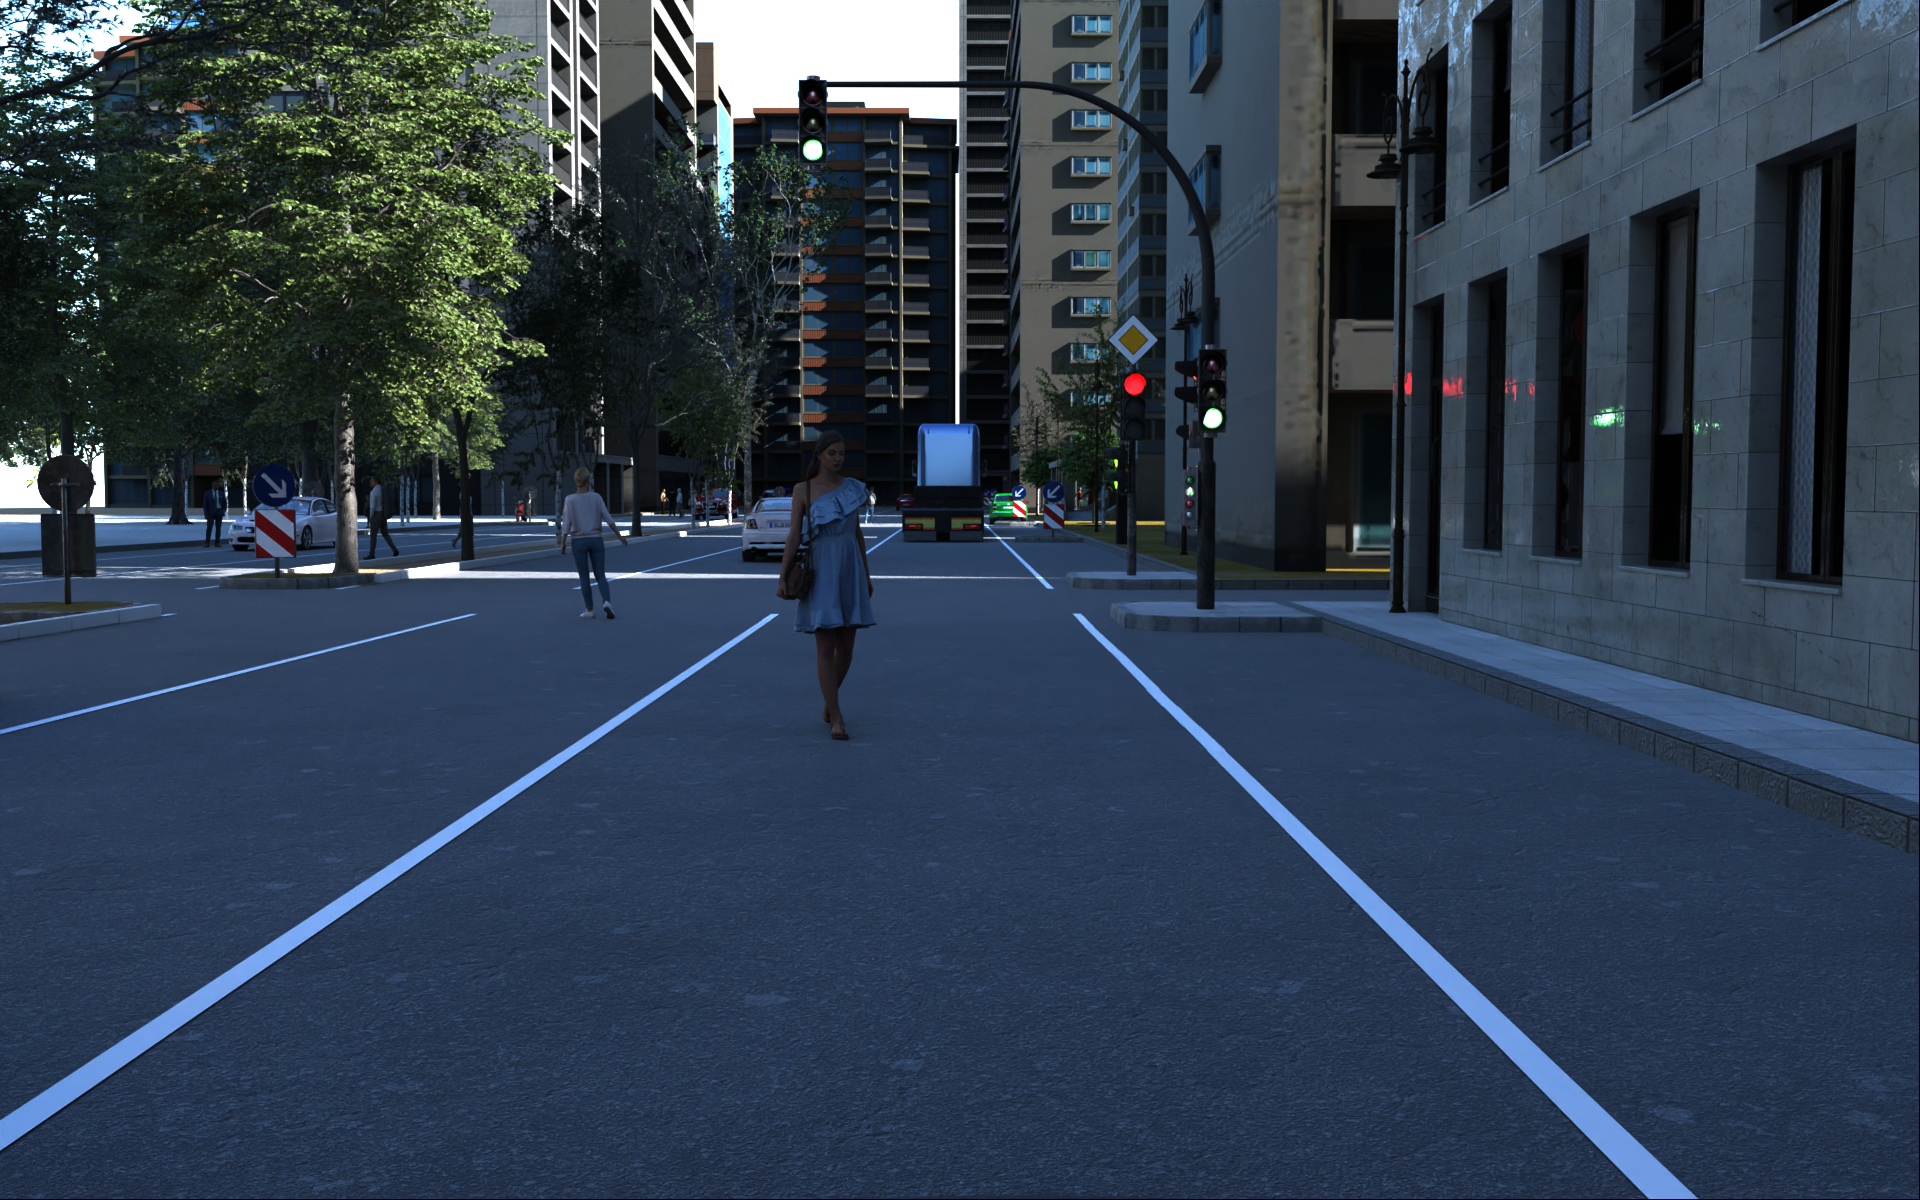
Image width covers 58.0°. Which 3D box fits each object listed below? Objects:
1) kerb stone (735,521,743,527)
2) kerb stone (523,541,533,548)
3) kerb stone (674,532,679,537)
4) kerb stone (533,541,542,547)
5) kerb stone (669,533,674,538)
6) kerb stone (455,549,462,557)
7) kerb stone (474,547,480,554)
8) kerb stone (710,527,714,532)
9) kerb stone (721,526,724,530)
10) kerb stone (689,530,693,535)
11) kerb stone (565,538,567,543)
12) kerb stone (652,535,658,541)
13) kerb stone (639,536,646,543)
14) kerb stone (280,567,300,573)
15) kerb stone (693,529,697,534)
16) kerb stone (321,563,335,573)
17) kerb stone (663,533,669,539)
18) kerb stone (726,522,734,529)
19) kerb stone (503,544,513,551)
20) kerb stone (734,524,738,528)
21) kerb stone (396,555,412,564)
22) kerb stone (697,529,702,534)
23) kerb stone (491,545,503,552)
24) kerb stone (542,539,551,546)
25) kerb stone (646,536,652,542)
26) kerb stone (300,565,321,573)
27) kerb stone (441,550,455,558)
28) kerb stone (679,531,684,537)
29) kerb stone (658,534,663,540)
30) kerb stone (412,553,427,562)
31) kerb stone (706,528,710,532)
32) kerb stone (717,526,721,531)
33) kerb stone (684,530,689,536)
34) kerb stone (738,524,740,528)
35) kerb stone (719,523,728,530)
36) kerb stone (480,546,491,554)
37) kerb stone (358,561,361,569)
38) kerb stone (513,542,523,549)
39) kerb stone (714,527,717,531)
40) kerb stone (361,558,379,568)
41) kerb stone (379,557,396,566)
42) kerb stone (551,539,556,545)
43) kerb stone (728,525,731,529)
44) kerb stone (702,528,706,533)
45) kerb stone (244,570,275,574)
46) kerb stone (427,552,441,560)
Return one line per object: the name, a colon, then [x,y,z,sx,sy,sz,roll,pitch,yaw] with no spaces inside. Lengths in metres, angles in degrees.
kerb stone: [-9.554,-3.201,74.535,0.120,0.150,1.000,0,4,0]
kerb stone: [-11.549,-1.443,45.793,0.120,0.150,1.000,0,4,0]
kerb stone: [-9.497,-2.133,57.084,0.120,0.150,1.000,0,4,0]
kerb stone: [-11.553,-1.506,46.818,0.120,0.150,1.000,0,4,0]
kerb stone: [-9.485,-2.069,56.062,0.120,0.150,1.000,0,4,0]
kerb stone: [-11.531,-1.061,39.642,0.120,0.150,1.000,0,4,0]
kerb stone: [-11.532,-1.127,40.670,0.120,0.150,1.000,0,4,0]
kerb stone: [-9.517,-2.636,65.301,0.120,0.150,1.000,0,4,0]
kerb stone: [-9.526,-2.825,68.386,0.120,0.150,1.000,0,4,0]
kerb stone: [-9.508,-2.320,60.163,0.120,0.150,1.000,0,4,0]
kerb stone: [-11.561,-1.694,49.897,0.120,0.150,1.000,0,4,0]
kerb stone: [-9.468,-1.879,52.986,0.120,0.150,1.000,0,4,0]
kerb stone: [-9.472,-1.758,50.938,0.120,0.150,1.000,0,4,0]
kerb stone: [-11.497,-0.440,29.390,0.120,0.150,1.000,0,4,0]
kerb stone: [-9.511,-2.385,61.185,0.120,0.150,1.000,0,4,0]
kerb stone: [-11.508,-0.566,31.445,0.120,0.150,1.000,0,4,0]
kerb stone: [-9.481,-2.006,55.037,0.120,0.150,1.000,0,4,0]
kerb stone: [-9.540,-3.013,71.458,0.120,0.150,1.000,0,4,0]
kerb stone: [-11.545,-1.313,43.740,0.120,0.150,1.000,0,4,0]
kerb stone: [-9.539,-3.076,72.481,0.120,0.150,1.000,0,4,0]
kerb stone: [-11.517,-0.816,35.544,0.120,0.150,1.000,0,4,0]
kerb stone: [-9.509,-2.448,62.222,0.120,0.150,1.000,0,4,0]
kerb stone: [-11.536,-1.253,42.717,0.120,0.150,1.000,0,4,0]
kerb stone: [-11.553,-1.560,47.843,0.120,0.150,1.000,0,4,0]
kerb stone: [-9.475,-1.821,51.963,0.120,0.150,1.000,0,4,0]
kerb stone: [-11.502,-0.502,30.413,0.120,0.150,1.000,0,4,0]
kerb stone: [-11.527,-1.003,38.613,0.120,0.150,1.000,0,4,0]
kerb stone: [-9.491,-2.197,58.118,0.120,0.150,1.000,0,4,0]
kerb stone: [-9.480,-1.944,54.015,0.120,0.150,1.000,0,4,0]
kerb stone: [-11.516,-0.875,36.567,0.120,0.150,1.000,0,4,0]
kerb stone: [-9.520,-2.573,64.279,0.120,0.150,1.000,0,4,0]
kerb stone: [-9.523,-2.762,67.353,0.120,0.150,1.000,0,4,0]
kerb stone: [-9.492,-2.260,59.140,0.120,0.150,1.000,0,4,0]
kerb stone: [-9.548,-3.139,73.510,0.120,0.150,1.000,0,4,0]
kerb stone: [-9.538,-2.888,69.408,0.120,0.150,1.000,0,4,0]
kerb stone: [-11.538,-1.192,41.692,0.120,0.150,1.000,0,4,0]
kerb stone: [-11.503,-0.628,32.467,0.120,0.150,1.000,0,4,0]
kerb stone: [-11.544,-1.381,44.769,0.120,0.150,1.000,0,4,0]
kerb stone: [-9.527,-2.699,66.331,0.120,0.150,1.000,0,4,0]
kerb stone: [-11.514,-0.685,33.499,0.120,0.150,1.000,0,4,0]
kerb stone: [-11.516,-0.754,34.522,0.120,0.150,1.000,0,4,0]
kerb stone: [-11.563,-1.630,48.873,0.120,0.150,1.000,0,4,0]
kerb stone: [-9.536,-2.951,70.436,0.120,0.150,1.000,0,4,0]
kerb stone: [-9.511,-2.511,63.251,0.120,0.150,1.000,0,4,0]
kerb stone: [-11.495,-0.377,28.366,0.120,0.150,1.000,0,4,0]
kerb stone: [-11.524,-0.938,37.590,0.120,0.150,1.000,0,4,0]
